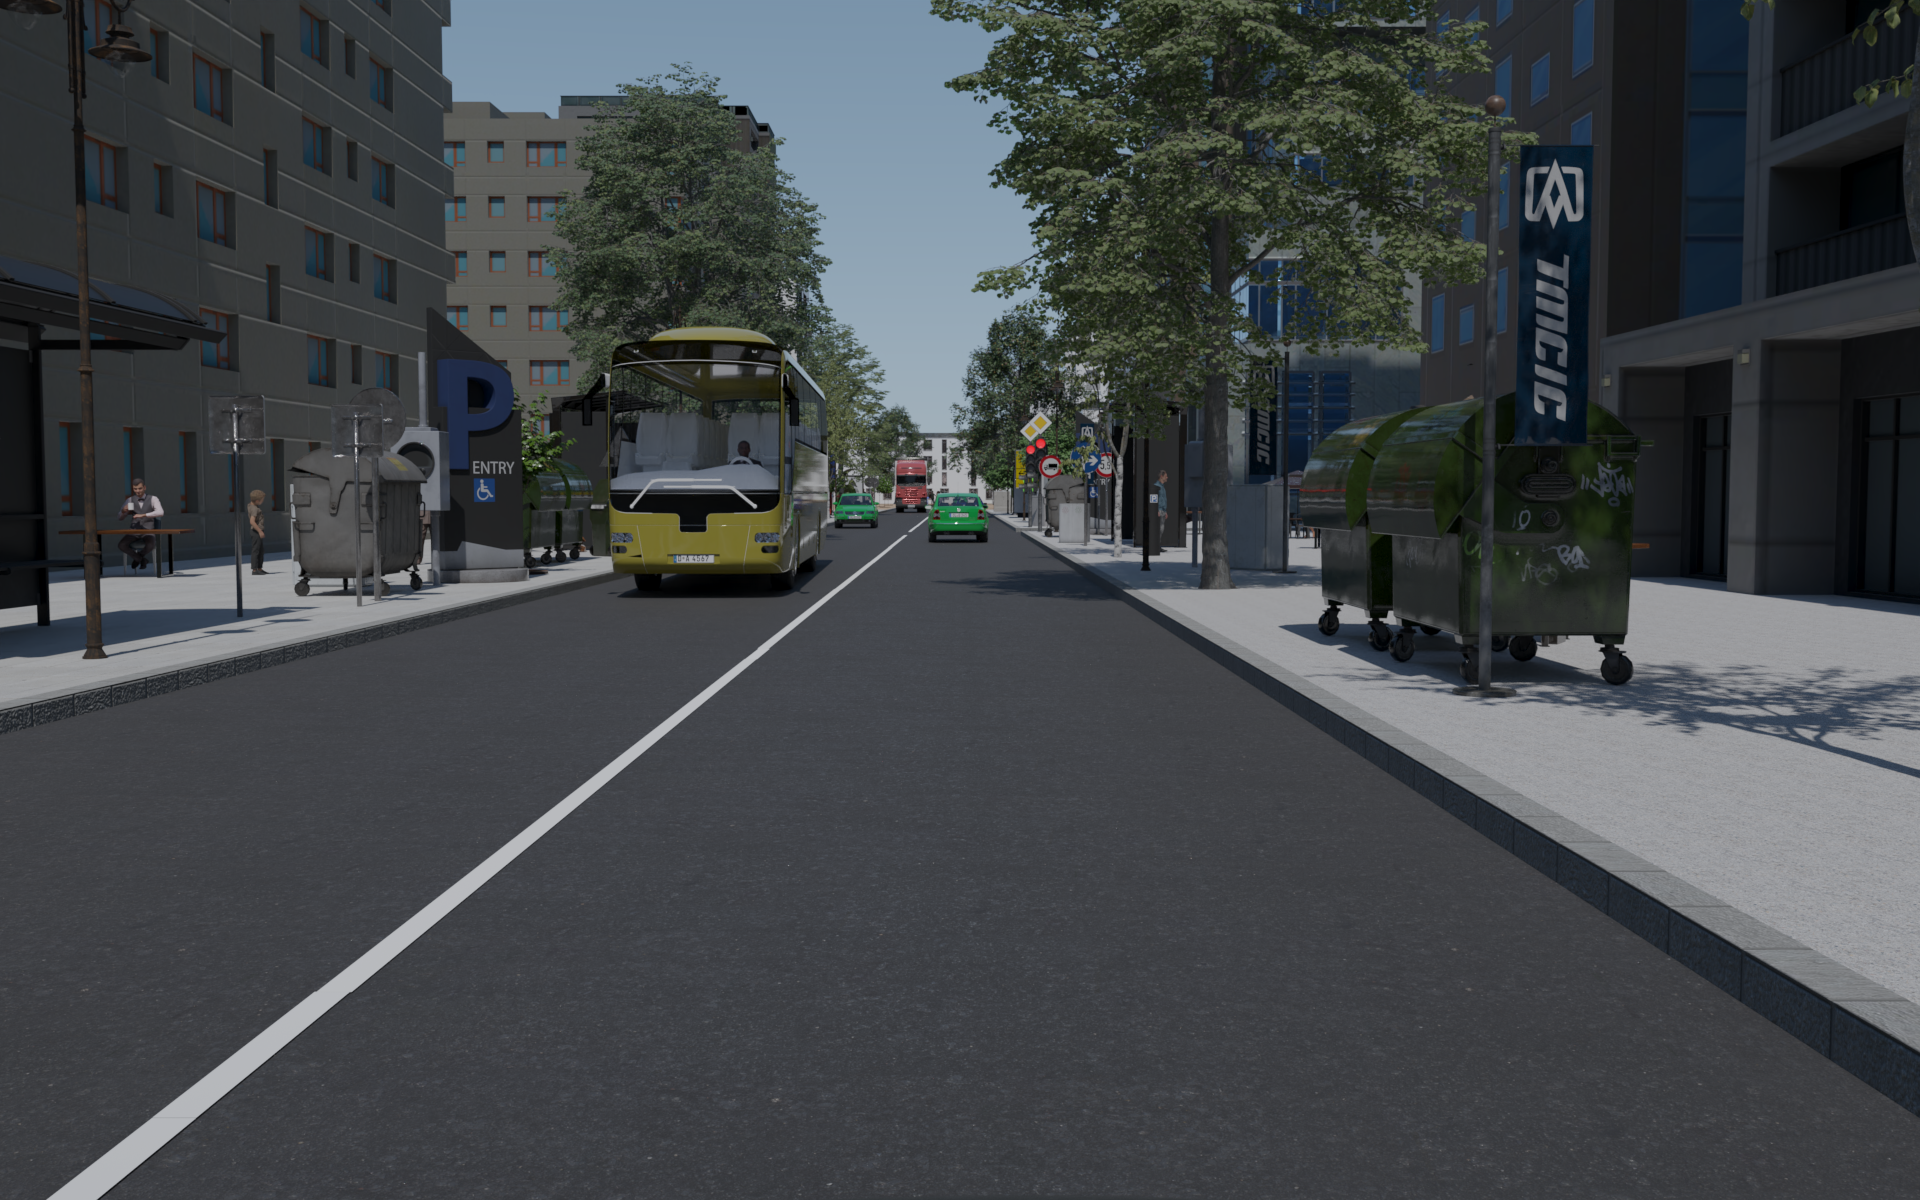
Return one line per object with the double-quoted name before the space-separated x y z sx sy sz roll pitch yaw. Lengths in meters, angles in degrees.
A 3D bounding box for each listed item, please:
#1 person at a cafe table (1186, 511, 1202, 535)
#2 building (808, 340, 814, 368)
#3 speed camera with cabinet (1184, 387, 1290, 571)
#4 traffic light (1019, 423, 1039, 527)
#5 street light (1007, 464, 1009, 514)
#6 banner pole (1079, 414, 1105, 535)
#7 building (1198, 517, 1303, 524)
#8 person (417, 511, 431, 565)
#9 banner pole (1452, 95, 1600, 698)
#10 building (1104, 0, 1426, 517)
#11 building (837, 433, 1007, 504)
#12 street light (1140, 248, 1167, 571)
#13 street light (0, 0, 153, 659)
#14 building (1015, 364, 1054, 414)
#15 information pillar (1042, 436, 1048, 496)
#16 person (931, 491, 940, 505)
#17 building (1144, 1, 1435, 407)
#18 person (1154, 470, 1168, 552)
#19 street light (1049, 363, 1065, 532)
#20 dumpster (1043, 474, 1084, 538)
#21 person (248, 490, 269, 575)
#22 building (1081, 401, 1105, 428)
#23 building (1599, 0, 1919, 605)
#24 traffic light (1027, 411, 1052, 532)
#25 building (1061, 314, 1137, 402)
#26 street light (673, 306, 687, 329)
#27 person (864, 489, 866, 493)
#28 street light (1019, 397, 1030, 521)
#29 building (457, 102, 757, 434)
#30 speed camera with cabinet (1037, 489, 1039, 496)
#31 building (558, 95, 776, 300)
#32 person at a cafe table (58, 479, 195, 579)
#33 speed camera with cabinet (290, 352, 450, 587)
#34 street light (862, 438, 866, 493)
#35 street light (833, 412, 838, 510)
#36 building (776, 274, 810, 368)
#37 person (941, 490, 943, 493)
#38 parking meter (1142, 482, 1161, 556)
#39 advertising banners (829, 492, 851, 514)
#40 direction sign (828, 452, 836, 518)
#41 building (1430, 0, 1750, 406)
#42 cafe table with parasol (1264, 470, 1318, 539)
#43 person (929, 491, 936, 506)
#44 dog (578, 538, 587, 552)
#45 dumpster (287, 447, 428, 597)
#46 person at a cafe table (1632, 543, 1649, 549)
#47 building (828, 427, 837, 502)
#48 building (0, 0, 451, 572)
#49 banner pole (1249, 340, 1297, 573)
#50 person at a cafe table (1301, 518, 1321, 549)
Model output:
"person at a cafe table" 7.329 -2.865 55.364 1.622 1.524 1.698 3 4 37
"building" -24.098 -20.500 191.597 16.016 20.091 11.380 0 3 0
"speed camera with cabinet" 4.738 -2.162 29.680 0.660 3.252 2.038 -2 4 -35
"traffic light" 2.686 -4.755 66.660 0.839 4.253 0.868 0 3 0
"street light" 3.110 -8.528 112.214 0.468 5.910 1.993 0 3 0
"banner pole" 4.108 -3.908 53.906 0.863 3.779 0.401 -1 4 -17
"building" 26.894 -47.135 83.333 31.000 86.520 22.319 0 3 0
"person" -9.706 -1.524 31.506 0.990 1.755 0.434 -1 4 -22
"banner pole" 3.593 -1.283 10.990 0.863 3.779 0.401 0 4 0
"building" 22.948 -49.623 124.011 22.319 86.520 31.000 0 3 0
"building" -7.106 -18.084 237.814 28.070 9.664 9.099 0 3 0
"street light" 3.108 -3.426 28.809 0.468 5.910 1.993 0 3 0
"street light" -6.751 -2.480 13.338 0.468 5.910 1.993 0 3 0
"building" 12.757 -23.581 241.969 11.380 20.091 16.016 0 3 0
"information pillar" 3.454 -4.852 70.684 0.183 3.616 0.504 2 4 24
"person" -1.050 -4.338 81.387 0.435 1.587 0.963 1 4 19
"building" 18.621 -27.669 102.506 14.600 45.320 14.200 0 3 0
"person" 4.462 -1.975 38.458 0.434 1.807 0.598 2 4 34
"street light" 3.252 -5.223 58.190 0.468 5.910 1.993 0 3 0
"dumpster" 3.147 -2.807 51.645 1.264 1.857 1.865 0 3 0
"person" -11.101 -1.070 27.441 0.340 1.345 0.435 -2 4 -33
"building" 15.530 -13.143 157.037 9.099 9.664 28.070 0 3 0
"building" 20.299 -35.278 15.054 20.563 71.187 20.611 0 3 0
"traffic light" 2.698 -4.266 58.675 0.839 4.253 0.868 0 3 0
"building" 18.752 -19.578 176.518 16.016 20.091 11.380 0 3 0
"street light" -6.874 -4.274 42.676 0.468 5.910 1.993 0 3 0
"person" -7.932 -8.258 141.883 0.431 1.722 0.655 -2 4 -24
"street light" 3.084 -6.743 83.038 0.468 5.910 1.993 0 3 0
"building" -26.537 -15.255 94.460 27.650 21.520 28.899 0 3 0
"speed camera with cabinet" 4.540 -5.577 85.515 0.660 3.252 2.038 2 4 33
"building" -21.355 -21.857 129.060 14.160 30.474 14.107 0 3 0
"person at a cafe table" -12.841 -1.126 26.921 1.698 1.524 1.622 -1 4 -11
"speed camera with cabinet" -8.184 -1.817 24.036 2.038 3.252 0.660 0 4 -2
"street light" -7.028 -9.361 125.846 0.468 5.910 1.993 0 3 0
"street light" -6.897 -7.539 96.049 0.468 5.910 1.993 0 3 0
"building" -29.029 -19.219 158.212 27.936 21.610 32.646 0 3 0
"person" -1.444 -7.749 135.921 0.376 1.734 0.841 -3 4 -39
"parking meter" 3.984 -1.689 36.024 0.372 1.533 0.369 0 3 0
"advertising banners" -8.762 -7.948 126.145 2.074 3.025 0.090 2 4 29
"direction sign" -7.152 -6.250 94.182 0.876 3.537 0.379 -2 4 -34
"building" 20.033 -23.920 41.201 14.600 45.320 14.200 0 3 0
"cafe table with parasol" 9.745 -2.760 49.999 2.610 1.966 2.610 -3 4 -36
"person" -3.130 -11.702 199.843 1.348 1.821 0.705 2 4 27
"dog" -8.479 -1.258 38.307 0.550 0.427 0.748 2 4 28
"dumpster" -7.749 -1.013 22.327 1.264 1.857 1.865 0 4 0
"person at a cafe table" 6.560 -0.670 19.471 1.622 1.524 1.698 -3 5 -44
"building" -29.251 -16.123 205.758 28.070 9.664 9.099 0 3 0
"building" -29.399 -11.765 37.396 28.899 21.520 27.650 0 3 0
"banner pole" 5.058 -2.325 28.034 0.863 3.779 0.401 -1 4 -11
"person at a cafe table" 9.009 -1.982 40.918 1.698 1.524 1.622 1 4 18
